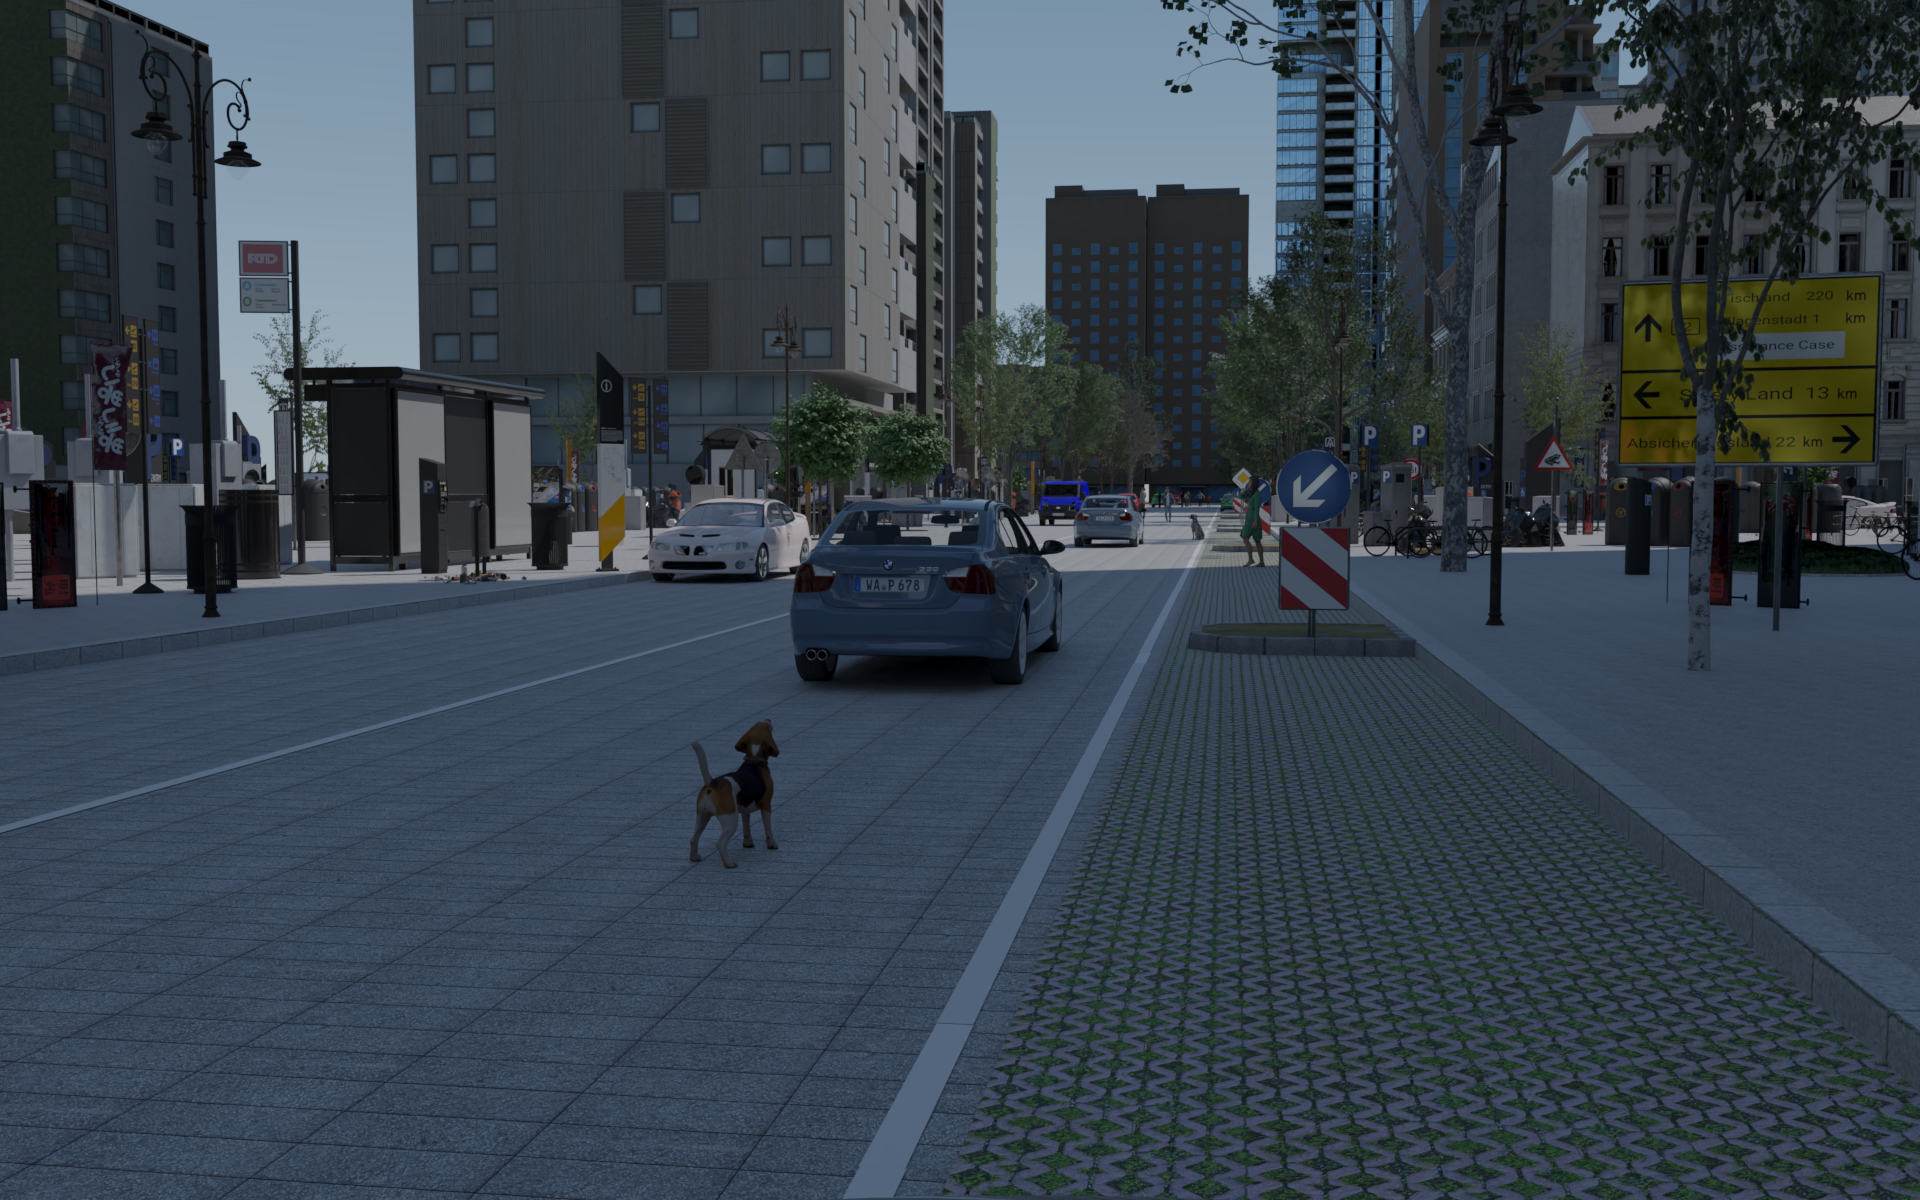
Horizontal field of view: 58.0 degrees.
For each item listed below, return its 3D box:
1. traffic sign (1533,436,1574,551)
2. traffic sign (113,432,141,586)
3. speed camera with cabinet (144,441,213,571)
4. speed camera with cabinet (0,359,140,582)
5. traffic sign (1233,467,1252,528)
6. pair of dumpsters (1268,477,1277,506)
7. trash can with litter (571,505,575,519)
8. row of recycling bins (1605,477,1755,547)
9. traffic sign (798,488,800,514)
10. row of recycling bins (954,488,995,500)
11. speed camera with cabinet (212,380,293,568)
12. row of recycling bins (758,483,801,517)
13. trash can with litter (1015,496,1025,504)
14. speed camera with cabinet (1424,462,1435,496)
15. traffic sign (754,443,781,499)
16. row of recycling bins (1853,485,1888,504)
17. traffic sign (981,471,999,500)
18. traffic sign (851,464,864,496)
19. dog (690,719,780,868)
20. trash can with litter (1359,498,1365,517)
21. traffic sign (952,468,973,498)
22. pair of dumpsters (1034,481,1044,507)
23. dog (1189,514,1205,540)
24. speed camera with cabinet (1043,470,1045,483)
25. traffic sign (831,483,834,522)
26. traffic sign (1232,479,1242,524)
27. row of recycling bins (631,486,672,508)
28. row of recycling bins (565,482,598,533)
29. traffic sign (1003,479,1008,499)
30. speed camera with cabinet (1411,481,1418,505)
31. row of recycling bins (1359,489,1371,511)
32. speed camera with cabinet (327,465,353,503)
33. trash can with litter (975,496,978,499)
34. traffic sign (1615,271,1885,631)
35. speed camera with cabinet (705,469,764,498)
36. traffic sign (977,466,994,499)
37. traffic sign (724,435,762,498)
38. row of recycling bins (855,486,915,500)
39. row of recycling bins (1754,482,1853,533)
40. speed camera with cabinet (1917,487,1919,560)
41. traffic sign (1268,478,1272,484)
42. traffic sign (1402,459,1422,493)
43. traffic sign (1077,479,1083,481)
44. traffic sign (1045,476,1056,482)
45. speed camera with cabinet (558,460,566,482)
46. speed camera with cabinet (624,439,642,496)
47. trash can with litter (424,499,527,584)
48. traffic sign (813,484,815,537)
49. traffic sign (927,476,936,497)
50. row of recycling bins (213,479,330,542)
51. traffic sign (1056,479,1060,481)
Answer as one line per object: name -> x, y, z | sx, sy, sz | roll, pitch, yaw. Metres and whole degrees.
traffic sign -> 13.293, -2.375, 38.841 | 0.884, 2.594, 0.081 | 1, 4, 14
traffic sign -> -11.725, -1.467, 24.093 | 0.768, 2.556, 0.104 | 1, 4, 14
speed camera with cabinet -> -13.713, -2.114, 28.898 | 2.038, 3.252, 0.660 | 0, 4, -4
speed camera with cabinet -> -13.523, -1.939, 26.044 | 0.660, 3.252, 2.038 | 3, 5, 39
traffic sign -> 10.706, -3.783, 65.495 | 0.795, 2.450, 0.064 | 1, 4, 9
pair of dumpsters -> 19.095, -6.180, 103.540 | 1.574, 2.255, 4.437 | 1, 4, 9
trash can with litter -> -15.731, -3.478, 68.250 | 0.624, 1.170, 1.055 | -3, 4, -39
row of recycling bins -> 17.453, -2.165, 42.504 | 1.069, 1.692, 3.534 | -2, 4, -34
traffic sign -> -4.826, -3.169, 51.916 | 0.768, 2.556, 0.104 | 1, 4, 10
row of recycling bins -> 0.800, -7.218, 125.128 | 3.534, 1.692, 1.069 | 0, 4, 6
speed camera with cabinet -> -12.745, -2.226, 30.731 | 0.660, 3.252, 2.038 | 1, 4, 15
row of recycling bins -> -7.037, -3.570, 65.489 | 3.534, 1.692, 1.069 | 2, 4, 30
trash can with litter -> 3.294, -5.403, 99.718 | 1.055, 1.170, 0.624 | -2, 4, -27
speed camera with cabinet -> 30.008, -6.983, 108.516 | 2.038, 3.252, 0.660 | 0, 4, -3
traffic sign -> -4.821, -2.627, 43.055 | 0.768, 2.556, 0.104 | 1, 4, 18
row of recycling bins -> 41.250, -4.395, 78.977 | 3.534, 1.692, 1.069 | -3, 4, -38
traffic sign -> 1.302, -4.366, 75.033 | 0.795, 2.450, 0.064 | 1, 4, 9
traffic sign -> -4.133, -4.119, 67.444 | 0.768, 2.556, 0.104 | 1, 4, 14
dog -> -0.893, 0.761, 6.851 | 0.406, 0.507, 0.540 | -1, 4, -17
trash can with litter -> 19.627, -4.452, 84.178 | 1.055, 1.170, 0.624 | 0, 4, 4
traffic sign -> 0.089, -3.884, 67.141 | 0.795, 2.450, 0.064 | 1, 4, 9
pair of dumpsters -> 5.433, -7.524, 125.518 | 1.574, 2.255, 4.437 | 1, 4, 9
dog -> 7.353, -2.260, 53.792 | 0.513, 0.831, 0.800 | 1, 4, 8
speed camera with cabinet -> 6.674, -9.010, 141.643 | 0.660, 3.252, 2.038 | 0, 4, 2
traffic sign -> -3.864, -3.201, 52.436 | 0.768, 2.556, 0.104 | 1, 4, 12
traffic sign -> 11.919, -4.266, 73.388 | 0.795, 2.450, 0.064 | 1, 4, 9
row of recycling bins -> -16.620, -5.209, 92.273 | 1.069, 1.692, 3.534 | 2, 4, 28
row of recycling bins -> -12.990, -3.175, 59.020 | 1.069, 1.692, 3.534 | 1, 4, 11
traffic sign -> 3.143, -7.255, 119.806 | 0.795, 2.450, 0.064 | 1, 4, 18
speed camera with cabinet -> 31.965, -7.971, 124.658 | 2.038, 3.252, 0.660 | -2, 4, -25
row of recycling bins -> 30.977, -7.820, 134.966 | 3.534, 1.692, 1.069 | -3, 5, -42
speed camera with cabinet -> -18.712, -3.552, 52.415 | 0.660, 3.252, 2.038 | -1, 4, -11
trash can with litter -> 1.067, -8.089, 143.639 | 0.624, 1.170, 1.055 | -3, 5, -42
traffic sign -> 7.358, -1.369, 16.261 | 2.265, 3.308, 0.079 | 1, 4, 18
speed camera with cabinet -> -7.954, -4.087, 61.157 | 2.038, 3.252, 0.660 | -2, 4, -33
traffic sign -> 1.152, -4.757, 77.889 | 0.768, 2.556, 0.104 | 1, 4, 10
traffic sign -> -4.741, -2.313, 37.816 | 0.884, 2.594, 0.081 | 1, 4, 13
row of recycling bins -> -4.010, -5.192, 92.006 | 3.534, 1.692, 1.069 | 2, 4, 25
row of recycling bins -> 27.468, -3.071, 57.320 | 3.534, 1.692, 1.069 | 0, 4, -7
speed camera with cabinet -> 18.957, -2.307, 32.050 | 2.038, 3.252, 0.660 | 3, 4, 39
traffic sign -> 24.061, -8.195, 133.995 | 0.884, 2.594, 0.081 | 1, 4, 12
traffic sign -> 16.246, -3.815, 62.476 | 0.768, 2.556, 0.104 | 1, 4, 17
traffic sign -> 9.866, -8.729, 142.829 | 0.768, 2.556, 0.104 | 1, 4, 13
traffic sign -> 6.323, -7.420, 121.430 | 0.768, 2.556, 0.104 | 1, 4, 10
speed camera with cabinet -> -22.275, -6.421, 99.323 | 2.038, 3.252, 0.660 | 0, 4, -2
speed camera with cabinet -> -12.195, -4.219, 63.322 | 0.660, 3.252, 2.038 | 0, 4, 7
trash can with litter -> -7.294, -0.893, 25.651 | 1.678, 1.210, 2.233 | 0, 4, -4
traffic sign -> -4.339, -3.147, 51.462 | 0.884, 2.594, 0.081 | 1, 4, 16
traffic sign -> -1.543, -5.140, 84.138 | 0.768, 2.556, 0.104 | 1, 4, 13
row of recycling bins -> -18.780, -2.415, 46.592 | 3.534, 1.692, 1.069 | -3, 5, -42
traffic sign -> 8.384, -9.069, 148.376 | 0.768, 2.556, 0.104 | 1, 4, 17
